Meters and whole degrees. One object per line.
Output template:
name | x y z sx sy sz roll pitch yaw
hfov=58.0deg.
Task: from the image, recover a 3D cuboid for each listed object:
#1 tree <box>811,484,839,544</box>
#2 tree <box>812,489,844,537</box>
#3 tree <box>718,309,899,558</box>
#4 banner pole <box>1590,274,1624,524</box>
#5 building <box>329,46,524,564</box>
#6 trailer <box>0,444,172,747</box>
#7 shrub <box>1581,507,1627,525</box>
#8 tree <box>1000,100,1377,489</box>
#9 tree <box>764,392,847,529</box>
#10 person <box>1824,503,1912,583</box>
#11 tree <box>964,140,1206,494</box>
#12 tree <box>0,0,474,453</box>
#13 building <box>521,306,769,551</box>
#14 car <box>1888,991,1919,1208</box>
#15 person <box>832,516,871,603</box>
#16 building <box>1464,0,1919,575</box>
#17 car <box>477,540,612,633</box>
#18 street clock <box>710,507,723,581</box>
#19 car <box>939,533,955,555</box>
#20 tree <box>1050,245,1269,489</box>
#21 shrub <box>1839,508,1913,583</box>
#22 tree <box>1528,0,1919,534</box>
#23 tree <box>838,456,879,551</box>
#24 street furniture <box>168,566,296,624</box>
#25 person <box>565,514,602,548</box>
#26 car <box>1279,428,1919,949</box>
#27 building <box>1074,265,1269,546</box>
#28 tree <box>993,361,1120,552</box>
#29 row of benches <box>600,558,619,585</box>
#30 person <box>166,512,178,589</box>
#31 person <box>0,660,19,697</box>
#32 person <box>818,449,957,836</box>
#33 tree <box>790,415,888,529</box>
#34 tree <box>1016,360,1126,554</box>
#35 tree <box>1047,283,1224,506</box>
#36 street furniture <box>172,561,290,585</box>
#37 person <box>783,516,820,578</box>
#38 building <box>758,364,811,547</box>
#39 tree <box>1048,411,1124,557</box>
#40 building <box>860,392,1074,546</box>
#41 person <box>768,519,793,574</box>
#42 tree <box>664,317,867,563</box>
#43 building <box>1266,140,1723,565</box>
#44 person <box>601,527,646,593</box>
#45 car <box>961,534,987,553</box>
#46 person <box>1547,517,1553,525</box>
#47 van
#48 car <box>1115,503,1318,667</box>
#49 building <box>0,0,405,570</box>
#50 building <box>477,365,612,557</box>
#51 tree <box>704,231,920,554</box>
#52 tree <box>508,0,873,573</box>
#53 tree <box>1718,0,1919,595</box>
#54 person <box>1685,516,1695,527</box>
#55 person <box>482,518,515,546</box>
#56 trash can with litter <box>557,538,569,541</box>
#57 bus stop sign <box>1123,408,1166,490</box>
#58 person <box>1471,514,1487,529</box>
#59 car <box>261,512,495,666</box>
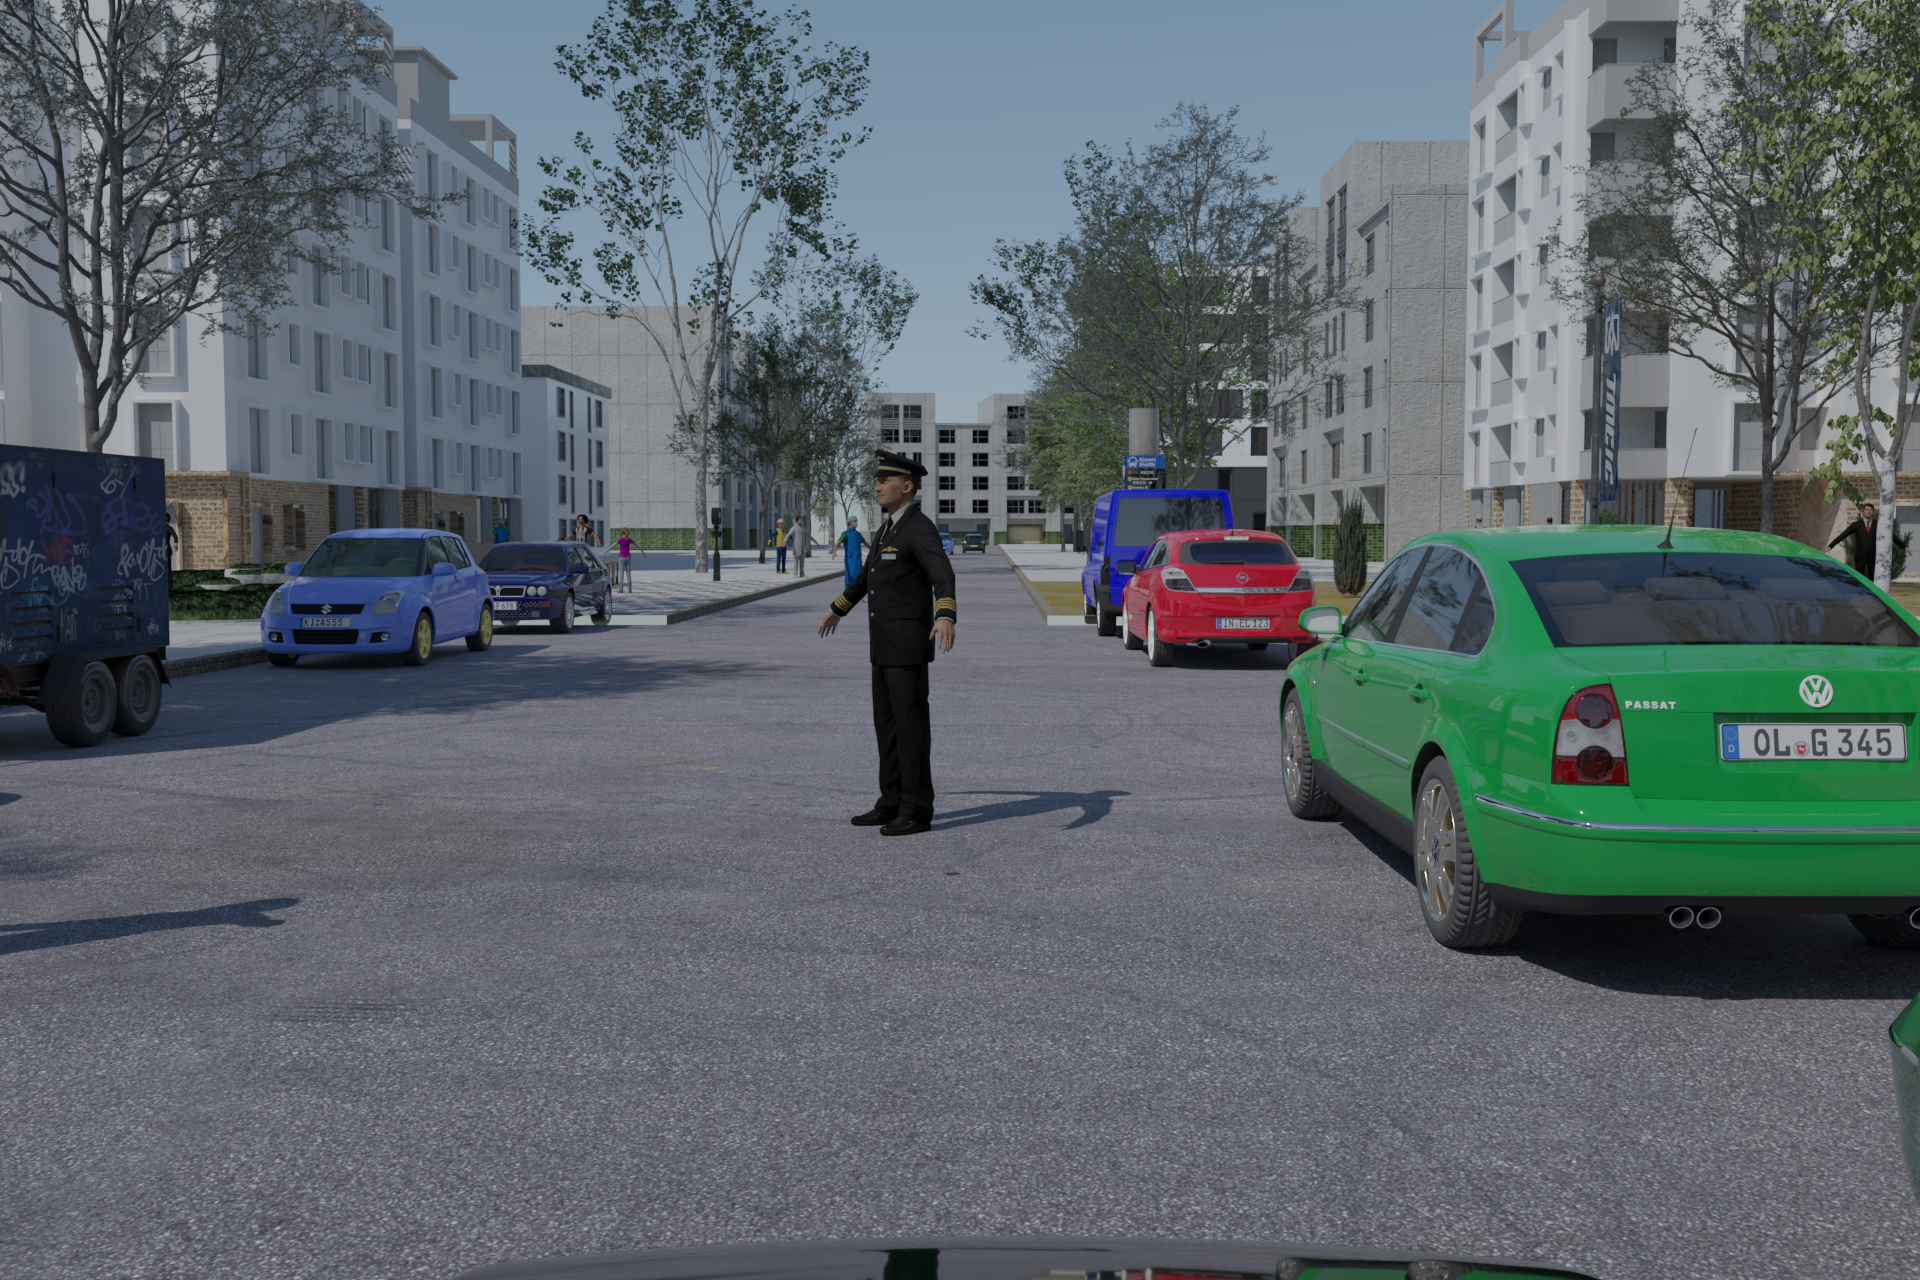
tree | -17.895 -16.801 225.063 4.737 8.622 4.395 0 3 0
tree | -16.395 -16.423 218.873 4.360 8.622 3.978 0 3 0
tree | -8.129 -11.244 94.210 12.009 13.543 11.850 0 3 0
banner pole | 6.159 -1.625 16.579 0.401 3.779 0.863 0 4 1
building | -25.862 -12.985 68.721 16.016 20.090 11.380 0 4 1
trailer | -6.530 -0.257 11.244 1.471 1.999 3.904 0 4 1
shrub | 17.008 -2.516 45.564 1.690 2.028 1.600 0 3 0
tree | 6.329 -8.447 48.485 12.009 13.543 11.850 0 3 0
tree | -8.181 -8.171 83.953 4.360 8.622 3.978 0 3 0
person | 15.410 -1.422 29.430 1.347 1.806 0.705 1 4 21
tree | 6.131 -14.099 86.404 12.611 20.169 13.585 0 3 0
tree | -12.412 -6.999 24.798 12.009 13.543 11.850 0 3 0
building | -26.924 -17.359 150.272 16.747 18.905 31.486 0 4 1
car | 2.519 0.656 1.066 2.131 1.459 4.920 0 3 0
person | -2.213 -1.683 36.109 0.704 1.817 1.347 3 5 43
building | 23.962 -12.630 62.918 16.016 20.090 11.380 0 4 1
car | -6.460 -0.834 26.223 1.945 1.354 3.894 0 4 1
street clock | -6.622 -2.602 47.107 0.358 2.002 0.471 0 3 0
car | -1.293 -6.717 119.410 1.945 1.707 3.694 0 4 1
tree | 6.965 -8.236 60.411 9.928 11.665 9.643 0 3 0
shrub | 23.512 -2.451 44.499 1.690 2.028 1.600 0 3 0
tree | 16.598 -7.627 35.065 12.009 13.543 11.850 0 3 0
tree | -6.821 -11.249 134.287 4.360 8.622 3.978 0 3 0
street furniture | -12.243 -0.877 29.967 5.734 0.657 10.072 1 4 11
person | -10.405 -2.540 47.670 1.345 1.843 0.704 1 4 20
car | 2.540 0.088 7.356 1.959 1.807 4.718 0 4 0
building | 23.558 -18.583 147.806 27.936 21.610 32.646 0 4 1
tree | 7.211 -12.960 122.271 12.009 13.543 11.850 0 3 0
row of benches | -8.946 -1.684 42.992 1.422 0.672 4.104 0 4 -6
person | -16.630 -1.795 36.064 1.216 1.740 0.721 2 4 34
person | -3.772 0.184 5.573 1.348 1.813 0.705 0 4 -5
person | -0.315 0.000 8.388 0.705 1.837 1.347 -2 4 -29
tree | -8.166 -11.725 126.110 8.767 10.594 7.601 -1 4 -23
tree | 7.337 -11.779 110.711 7.486 12.596 7.792 0 3 0
tree | 7.348 -9.444 72.532 7.486 12.596 7.792 0 3 0
street furniture | -16.236 -1.689 43.242 5.734 0.657 10.072 2 4 25
person | -4.701 -2.730 50.815 1.347 1.806 0.705 -3 5 -44
building | -26.183 -19.459 184.607 16.747 18.905 31.486 0 4 2
tree | 7.156 -9.026 97.943 4.737 8.622 4.395 0 3 0
building | 3.256 -21.741 224.387 31.486 18.905 16.747 0 4 -6
person | -5.718 -3.023 55.891 1.216 1.772 0.721 -3 5 -44
tree | -8.550 -8.600 75.027 8.767 10.594 7.601 -1 4 -21
building | 26.264 -13.459 86.520 16.747 18.905 31.486 0 4 1
person | -7.279 -1.729 37.542 0.991 1.433 0.599 -2 4 -27
car | 1.041 -7.330 129.635 2.009 1.686 4.222 0 4 1
person | 17.619 -2.781 51.748 1.348 1.796 0.705 2 4 35
van | 2.888 -1.315 25.889 2.240 2.365 5.245 0 4 0
car | 2.933 -0.681 20.171 2.155 1.783 4.494 0 4 0
building | -25.982 -11.943 51.685 16.016 20.090 11.380 0 4 1
building | -24.604 -9.651 99.946 9.099 9.664 28.070 0 4 1
tree | -9.214 -15.508 109.446 12.611 20.169 13.585 0 3 0
tree | -8.897 -12.368 58.101 12.611 20.169 13.585 0 3 0
tree | 9.239 -4.061 16.766 4.737 8.622 4.395 0 3 0
person | 20.472 -2.597 48.682 0.704 1.802 1.346 1 4 20
person | -15.196 -3.127 57.252 0.704 1.817 1.347 3 4 38
trash can with litter | -7.115 -1.273 31.867 1.678 1.210 2.233 0 4 2
bus stop sign | 3.866 -2.903 36.472 0.837 3.901 0.837 0 4 2
person | 14.609 -2.628 48.825 1.347 1.847 0.705 0 4 -7
car | -6.636 -0.632 19.933 1.945 1.707 3.694 0 4 1
